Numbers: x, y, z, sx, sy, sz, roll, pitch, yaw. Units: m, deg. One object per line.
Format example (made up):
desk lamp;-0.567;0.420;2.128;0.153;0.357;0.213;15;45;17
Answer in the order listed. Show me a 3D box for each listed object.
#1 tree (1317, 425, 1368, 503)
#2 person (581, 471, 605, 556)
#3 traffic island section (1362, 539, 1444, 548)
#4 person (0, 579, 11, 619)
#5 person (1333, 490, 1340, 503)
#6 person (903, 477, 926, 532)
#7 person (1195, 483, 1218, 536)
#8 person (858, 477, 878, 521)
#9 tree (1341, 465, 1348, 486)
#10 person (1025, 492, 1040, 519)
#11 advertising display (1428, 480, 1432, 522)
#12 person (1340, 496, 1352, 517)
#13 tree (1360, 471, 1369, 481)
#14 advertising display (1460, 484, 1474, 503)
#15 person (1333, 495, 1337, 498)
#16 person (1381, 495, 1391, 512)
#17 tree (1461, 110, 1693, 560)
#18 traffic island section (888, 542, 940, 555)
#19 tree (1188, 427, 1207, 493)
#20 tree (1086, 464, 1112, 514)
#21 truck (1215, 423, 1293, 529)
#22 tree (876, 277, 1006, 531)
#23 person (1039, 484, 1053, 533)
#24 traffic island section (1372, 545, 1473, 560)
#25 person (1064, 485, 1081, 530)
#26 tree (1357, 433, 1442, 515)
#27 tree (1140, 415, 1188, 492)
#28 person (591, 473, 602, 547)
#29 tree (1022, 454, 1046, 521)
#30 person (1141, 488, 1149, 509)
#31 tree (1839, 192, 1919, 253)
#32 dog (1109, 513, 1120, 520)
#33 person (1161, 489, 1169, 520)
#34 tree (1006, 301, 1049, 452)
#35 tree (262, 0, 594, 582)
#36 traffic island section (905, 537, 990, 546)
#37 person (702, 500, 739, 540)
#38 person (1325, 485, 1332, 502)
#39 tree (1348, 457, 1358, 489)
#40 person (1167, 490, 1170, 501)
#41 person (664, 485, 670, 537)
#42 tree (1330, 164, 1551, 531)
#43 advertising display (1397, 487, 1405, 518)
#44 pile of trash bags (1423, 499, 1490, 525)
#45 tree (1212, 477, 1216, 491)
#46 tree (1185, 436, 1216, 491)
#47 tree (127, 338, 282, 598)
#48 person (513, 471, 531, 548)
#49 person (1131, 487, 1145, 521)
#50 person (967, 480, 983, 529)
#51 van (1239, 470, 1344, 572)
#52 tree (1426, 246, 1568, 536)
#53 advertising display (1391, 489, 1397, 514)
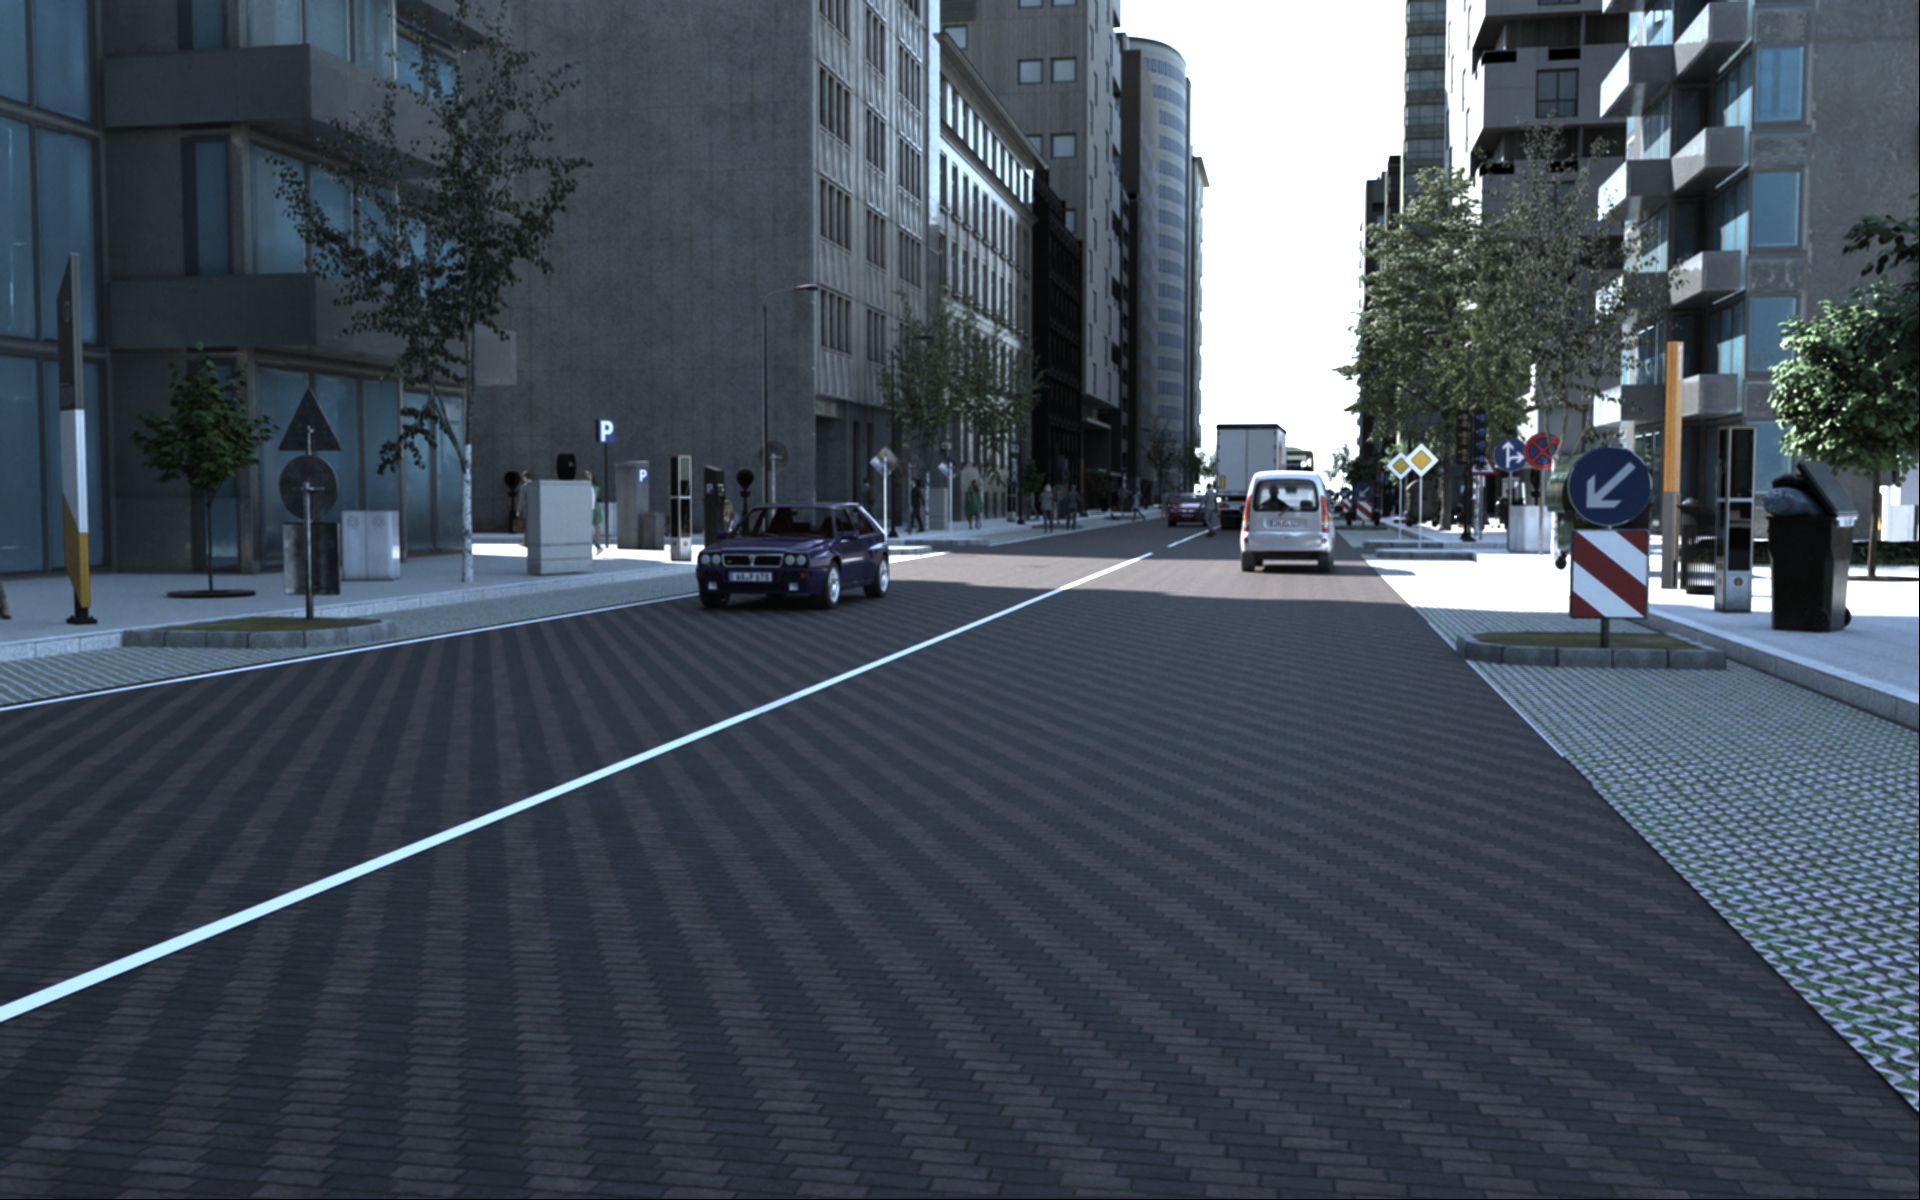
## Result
tree;41.764;-14.463;186.833;4.737;8.622;4.395;0;3;0
person;-7.537;-1.753;35.369;0.598;1.740;0.731;-3;5;-43
traffic island section;12.012;-1.521;47.142;2.009;0.180;2.903;1;4;11
person;-10.085;-0.697;17.708;0.573;1.790;0.520;2;4;31
person;54.783;-14.999;251.364;1.348;1.812;0.705;1;4;19
person;-1.547;-3.184;57.876;0.755;1.850;0.659;-1;4;-14
person;8.423;-3.065;58.735;0.709;1.813;0.853;-3;5;-43
person;-3.022;-3.115;56.930;0.622;1.834;0.822;-1;4;-18
tree;32.013;-9.394;137.308;4.285;4.588;4.351;0;3;0
person;3.695;-5.086;89.477;0.850;1.792;0.678;0;4;4
advertising display;21.950;-4.628;80.874;0.123;1.923;0.974;1;4;19
person;22.946;-5.708;102.037;1.509;1.804;0.699;-2;4;-30
tree;38.596;-10.557;167.210;1.663;3.219;1.824;0;3;0
advertising display;33.456;-6.676;114.368;0.123;1.923;0.974;-3;5;-43
person;50.230;-13.607;231.777;0.557;1.426;1.065;-1;4;-16
person;30.884;-7.250;124.590;1.348;1.823;0.705;0;4;-3
tree;11.605;-5.074;33.322;4.360;8.622;3.978;0;3;0
traffic island section;-1.830;-1.188;41.711;2.009;0.180;2.903;1;4;11
tree;24.918;-14.576;188.684;4.360;8.622;3.978;0;3;0
tree;9.078;-7.213;112.532;1.663;3.219;1.824;0;3;0
truck;12.613;-5.207;74.044;2.839;4.237;11.283;1;4;13
tree;-1.137;-6.689;59.724;4.737;8.622;4.395;0;3;0
person;3.162;-3.361;63.642;0.537;1.800;0.526;0;4;0
traffic island section;10.477;-1.041;39.305;2.009;0.180;2.903;1;4;11
person;4.497;-3.712;69.368;0.661;1.801;0.590;0;4;3
tree;23.915;-6.601;91.634;4.285;4.588;4.351;0;3;0
tree;18.526;-12.801;159.662;4.360;8.622;3.978;0;3;0
person;-8.942;-2.182;41.964;0.529;1.795;0.600;3;5;44
tree;3.441;-5.437;83.494;1.663;3.219;1.824;0;3;0
person;15.900;-8.705;148.382;0.705;1.822;1.348;-1;4;-17
tree;8.238;-1.748;12.300;4.285;4.588;4.351;0;3;0
dog;8.453;-4.564;94.809;0.550;0.427;0.748;-2;4;-31
person;11.385;-5.319;96.211;0.466;1.731;0.760;1;4;19
tree;1.041;-7.033;65.353;4.737;8.622;4.395;0;3;0
tree;-7.448;-4.575;25.156;4.360;8.622;3.978;0;3;0
traffic island section;-0.296;-1.668;49.548;2.009;0.180;2.903;1;4;11
person;-5.073;-1.592;37.565;0.738;1.151;1.012;-2;4;-31
person;13.491;-3.385;64.023;0.511;1.800;0.466;3;5;41
tree;26.582;-7.537;106.942;4.285;4.588;4.351;0;3;0
person;25.040;-12.376;209.180;0.721;1.735;1.217;3;4;38
person;-8.568;-2.803;51.970;0.767;1.812;0.694;-1;4;-11
tree;16.919;-8.716;60.633;7.486;12.596;7.792;0;3;0
advertising display;24.021;-5.439;94.146;0.123;1.923;0.974;1;4;18
pile of trash bags;20.577;-3.843;72.578;1.912;1.369;3.447;-2;4;-25
tree;40.557;-17.421;268.549;4.285;4.588;4.351;0;3;0
tree;29.989;-16.125;213.997;4.737;8.622;4.395;0;3;0
tree;-9.564;-1.657;21.695;1.663;3.219;1.824;0;3;0
person;-10.263;-2.168;41.461;0.822;1.834;0.622;2;4;29
person;9.398;-5.080;91.655;0.778;1.811;0.616;0;4;-8
person;0.524;-3.463;62.904;0.600;1.795;0.529;-2;4;-30
van;6.339;-1.607;33.285;2.013;2.044;4.112;1;4;13
tree;15.968;-6.252;52.590;4.737;8.622;4.395;0;3;0
advertising display;27.632;-6.356;109.130;0.974;1.923;0.123;2;4;29
